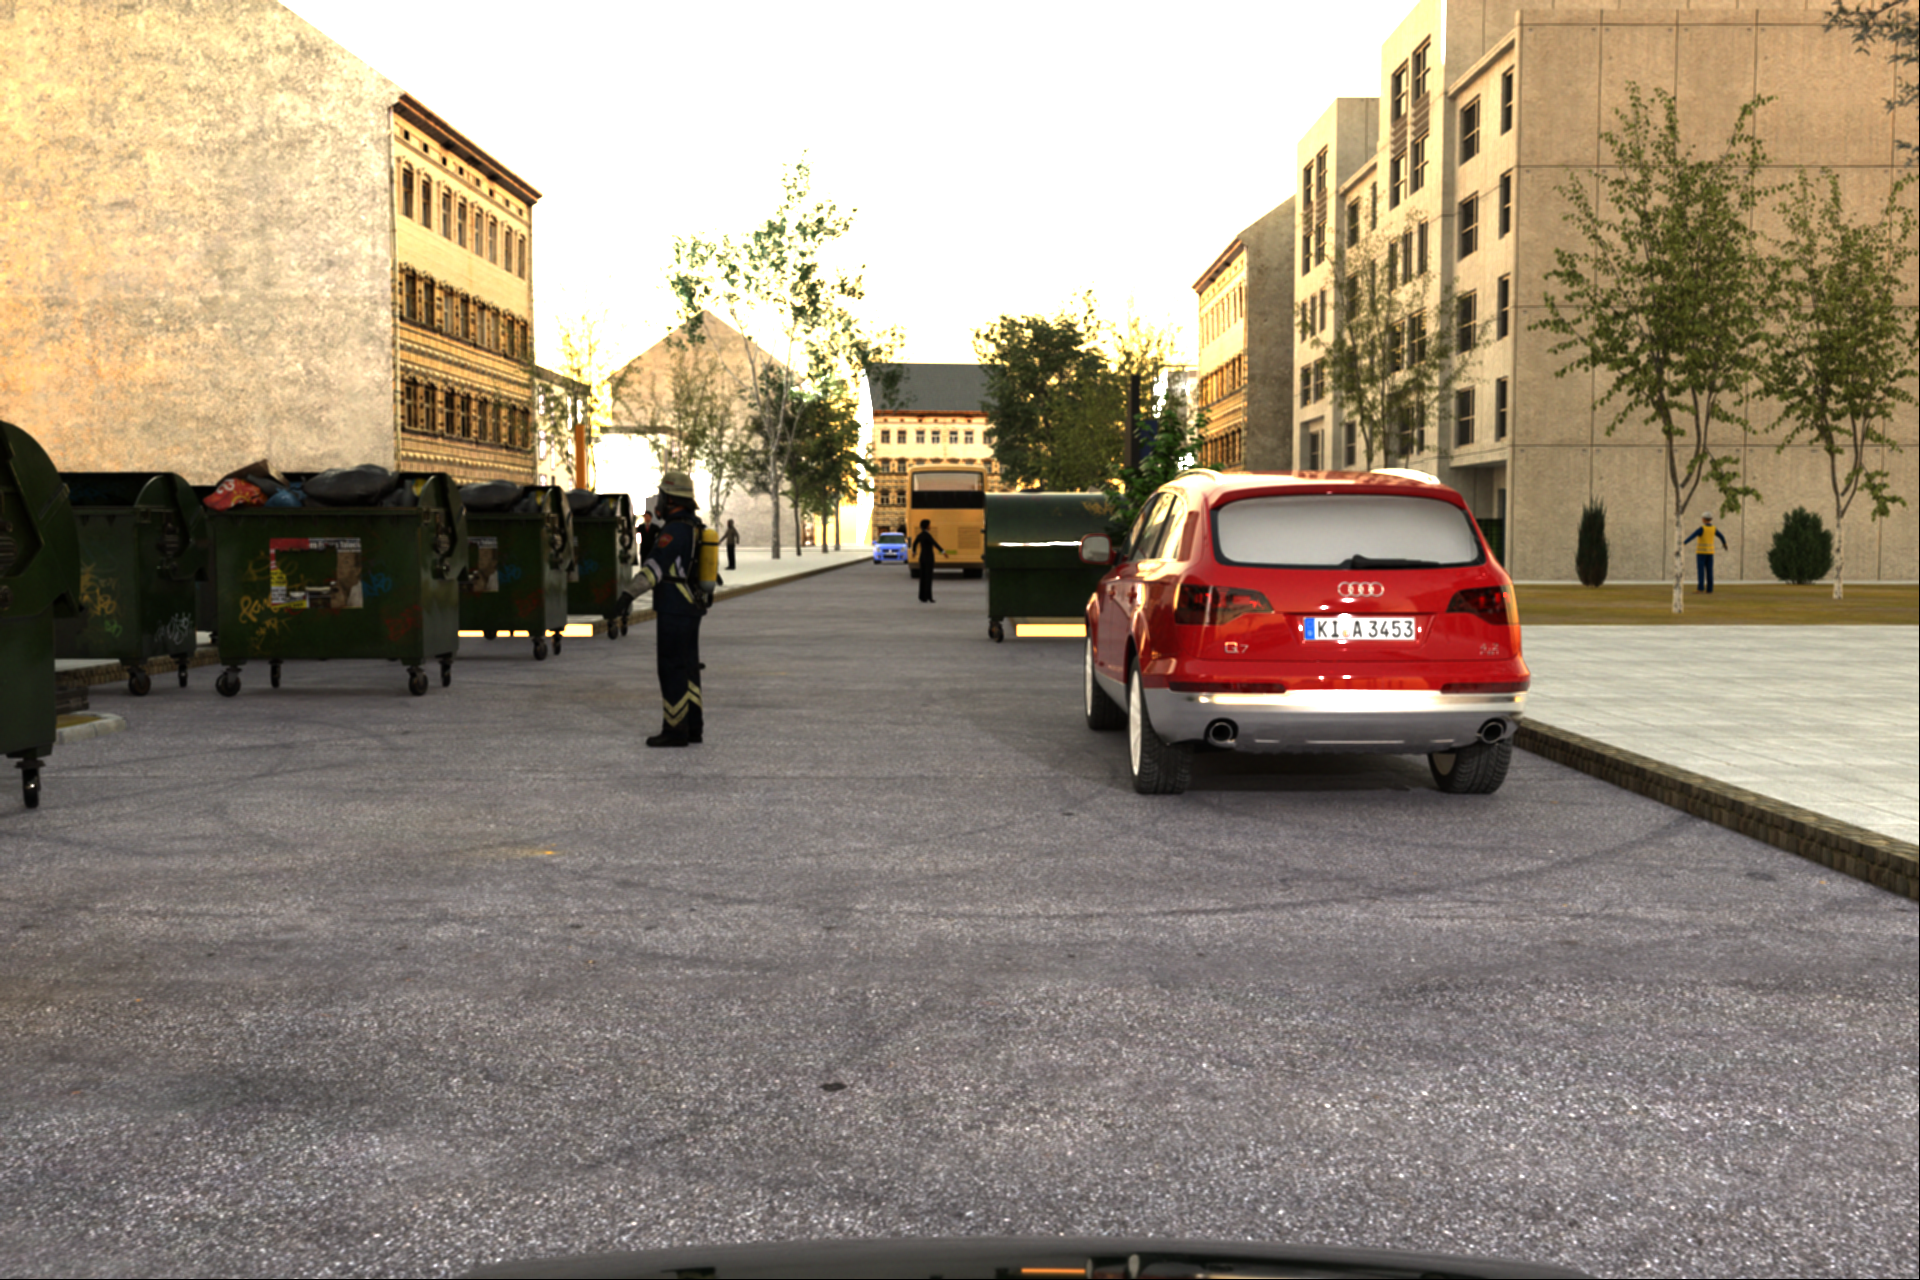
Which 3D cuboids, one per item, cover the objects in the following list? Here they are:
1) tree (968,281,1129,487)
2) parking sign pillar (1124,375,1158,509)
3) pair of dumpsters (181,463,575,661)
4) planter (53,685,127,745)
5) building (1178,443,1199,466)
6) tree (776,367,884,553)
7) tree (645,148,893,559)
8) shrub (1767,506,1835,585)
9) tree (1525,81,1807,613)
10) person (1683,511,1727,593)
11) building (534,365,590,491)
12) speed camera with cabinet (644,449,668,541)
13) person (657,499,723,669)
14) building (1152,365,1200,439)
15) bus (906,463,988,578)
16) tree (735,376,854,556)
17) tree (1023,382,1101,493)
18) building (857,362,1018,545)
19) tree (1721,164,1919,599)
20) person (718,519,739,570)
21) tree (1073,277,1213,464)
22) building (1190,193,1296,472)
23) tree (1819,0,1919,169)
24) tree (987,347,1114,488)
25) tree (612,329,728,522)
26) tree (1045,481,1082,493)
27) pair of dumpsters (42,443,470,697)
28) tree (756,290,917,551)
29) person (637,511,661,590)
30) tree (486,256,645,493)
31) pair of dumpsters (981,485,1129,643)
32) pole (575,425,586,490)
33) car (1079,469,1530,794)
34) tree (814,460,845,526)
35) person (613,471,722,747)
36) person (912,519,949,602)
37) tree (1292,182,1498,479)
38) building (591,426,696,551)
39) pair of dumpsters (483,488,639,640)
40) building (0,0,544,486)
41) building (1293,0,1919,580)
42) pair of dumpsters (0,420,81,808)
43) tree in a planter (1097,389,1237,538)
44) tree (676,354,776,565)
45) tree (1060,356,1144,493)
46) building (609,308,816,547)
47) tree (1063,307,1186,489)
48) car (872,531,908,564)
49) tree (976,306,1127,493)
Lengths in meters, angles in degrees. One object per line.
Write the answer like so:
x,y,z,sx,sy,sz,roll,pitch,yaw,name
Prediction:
7.303,-16.706,129.033,12.611,20.169,13.585,0,3,0,tree
3.110,-2.542,30.040,1.447,3.967,1.447,0,4,0,parking sign pillar
-6.792,-0.918,19.968,4.436,2.255,1.574,0,4,0,pair of dumpsters
-7.101,0.547,12.204,1.991,0.319,1.994,0,4,0,planter
23.138,-13.307,159.723,9.099,9.664,28.070,0,4,0,building
-9.052,-12.173,117.150,7.486,12.596,7.792,0,3,0,tree
-9.490,-14.138,87.047,12.611,20.169,13.585,0,3,0,tree
21.404,-2.426,44.085,1.690,2.028,1.600,0,3,0,shrub
11.515,-4.738,27.824,4.737,8.622,4.395,0,3,0,tree
16.115,-1.901,37.550,1.216,1.772,0.721,-1,4,-14,person
-25.450,-9.556,98.387,9.099,9.664,28.070,0,3,0,building
-6.997,-2.850,40.930,0.660,3.252,2.038,0,4,1,speed camera with cabinet
-2.916,-0.623,18.412,0.705,1.858,1.354,-2,4,-34,person
26.007,-20.381,189.652,16.016,20.090,11.380,0,4,0,building
-0.485,-4.143,59.287,2.896,3.916,12.252,0,4,-1,bus
-9.863,-10.255,102.075,7.601,10.594,8.767,-1,4,-10,tree
5.167,-8.101,82.821,4.737,8.622,4.395,0,3,0,tree
-3.204,-23.686,220.655,18.063,23.208,19.493,-1,4,-8,building
17.198,-5.112,33.938,4.737,8.622,4.395,0,3,0,tree
-8.298,-3.451,62.546,0.705,1.813,1.348,-3,4,-38,person
5.447,-6.076,49.713,4.360,8.622,3.978,0,3,0,tree
23.734,-16.252,96.654,19.493,23.208,18.063,0,4,0,building
8.436,-6.076,9.705,12.009,13.543,11.850,0,3,0,tree
6.180,-12.347,112.244,12.009,13.543,11.850,0,3,0,tree
-9.881,-6.821,61.880,4.360,8.622,3.978,0,3,0,tree
13.703,-17.750,215.972,9.928,11.665,9.643,0,3,0,tree
-6.831,-0.655,15.664,4.436,2.255,1.574,0,3,0,pair of dumpsters
-9.225,-16.850,131.388,12.611,20.169,13.585,0,3,0,tree
-7.103,-2.032,39.416,1.347,1.806,0.705,0,4,-5,person
-9.632,-5.818,45.482,4.360,8.622,3.978,0,3,0,tree
2.496,-1.127,23.379,4.436,2.255,1.574,0,4,-1,pair of dumpsters
-7.087,-2.359,32.413,0.158,3.312,0.155,0,3,0,pole
1.952,-0.147,11.078,2.281,1.827,5.304,0,4,0,car
-19.127,-19.208,220.711,9.857,13.997,8.962,0,3,0,tree
-1.939,-0.217,11.778,0.705,1.856,1.354,1,4,17,person
-0.646,-1.664,36.381,0.721,1.740,1.216,-3,4,-37,person
8.882,-5.286,36.793,4.360,8.622,3.978,0,3,0,tree
-27.009,-12.621,148.498,9.099,9.664,28.070,0,4,1,building
-6.757,-1.158,23.889,4.436,2.255,1.574,0,4,0,pair of dumpsters
-28.429,-14.523,68.387,19.493,23.208,18.063,0,4,1,building
23.563,-12.028,63.119,16.747,18.905,31.486,0,3,0,building
-6.862,-0.216,8.480,4.436,2.255,1.574,0,4,1,pair of dumpsters
2.603,-1.479,21.412,1.991,3.239,1.994,0,4,0,tree in a planter
-10.255,-7.391,71.203,4.360,8.622,3.978,0,3,0,tree
5.729,-7.461,72.355,4.360,8.622,3.978,0,3,0,tree
-24.845,-21.225,177.959,19.493,23.208,18.063,0,4,-1,building
5.535,-6.507,56.758,4.737,8.622,4.395,0,3,0,tree
-3.279,-4.547,83.940,1.945,1.707,3.694,0,4,0,car
5.689,-11.620,96.640,9.857,13.997,8.962,0,3,0,tree
